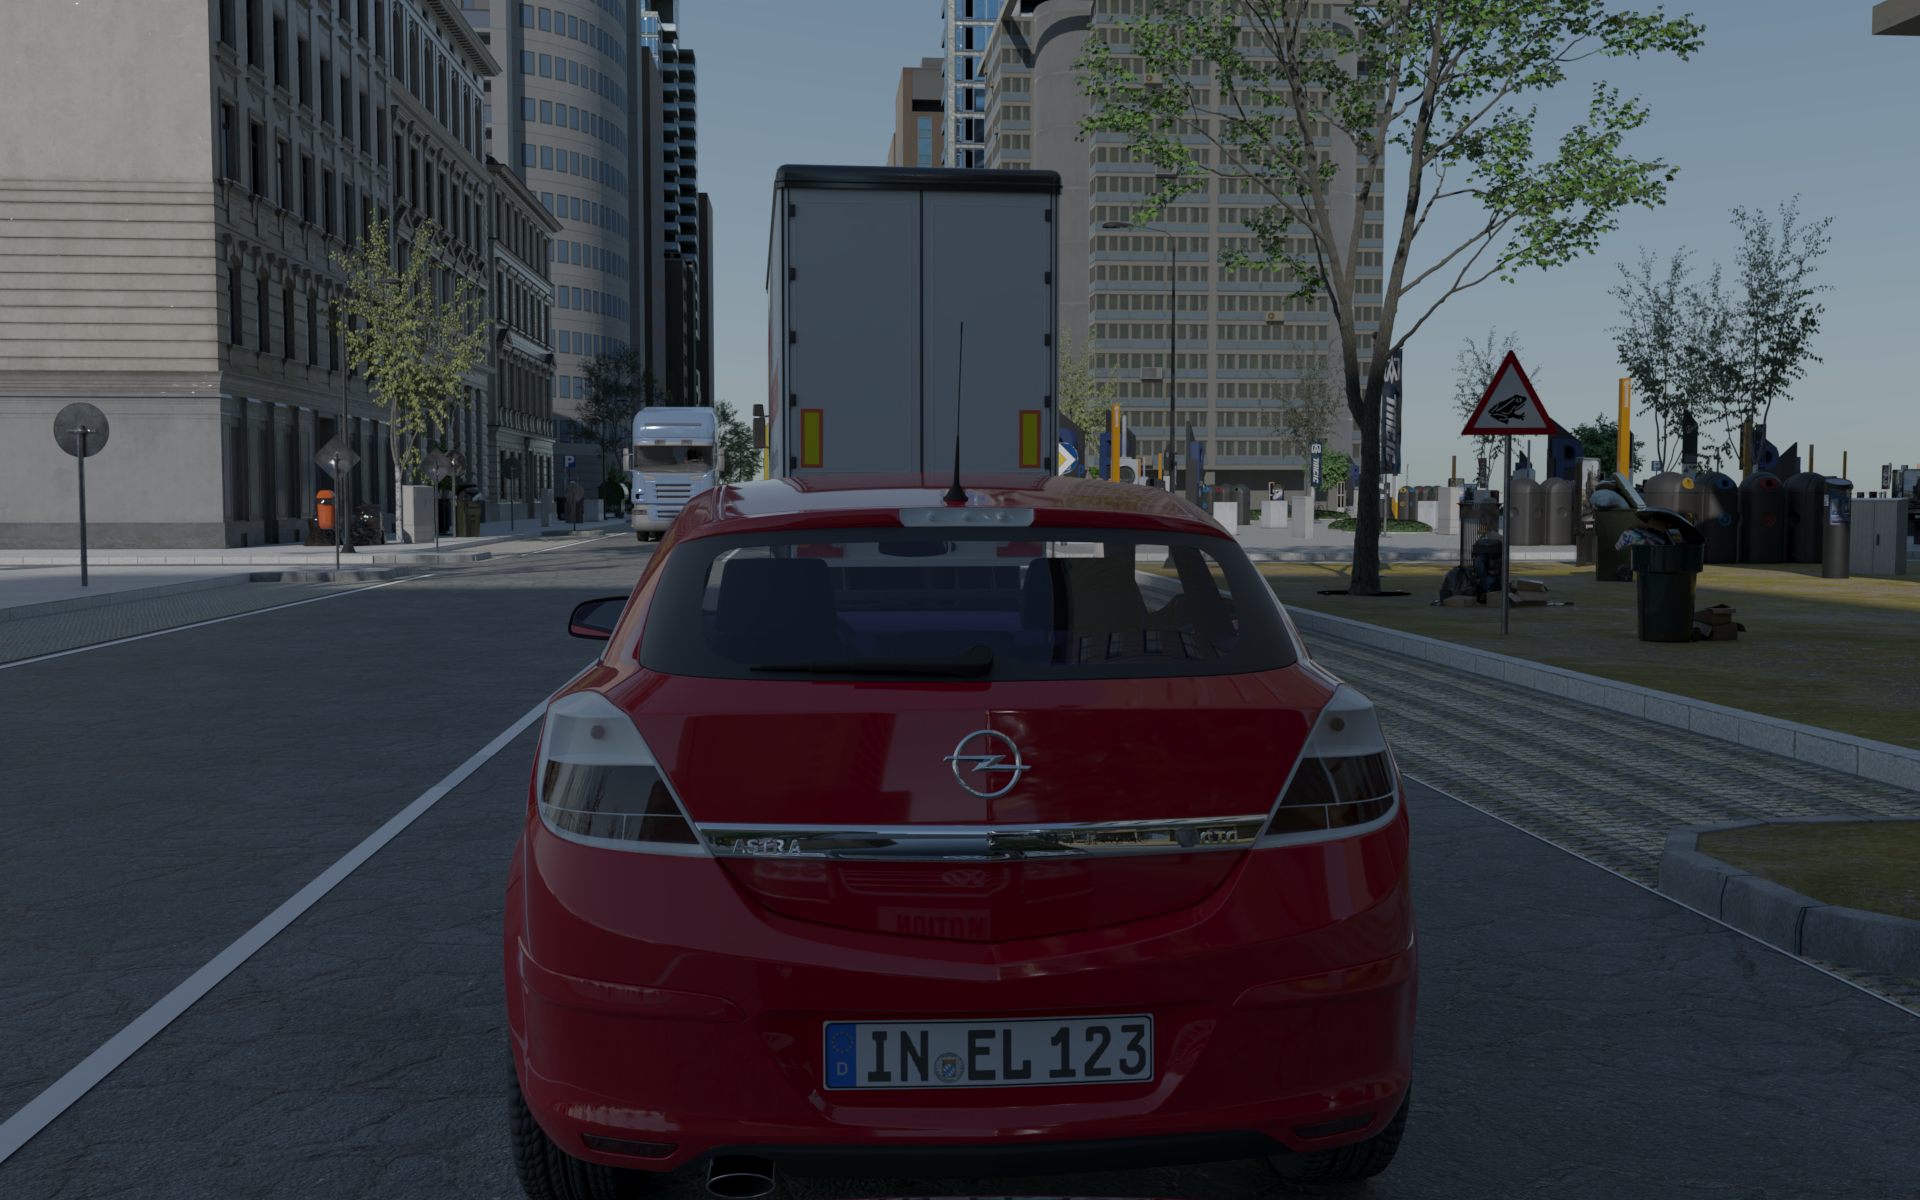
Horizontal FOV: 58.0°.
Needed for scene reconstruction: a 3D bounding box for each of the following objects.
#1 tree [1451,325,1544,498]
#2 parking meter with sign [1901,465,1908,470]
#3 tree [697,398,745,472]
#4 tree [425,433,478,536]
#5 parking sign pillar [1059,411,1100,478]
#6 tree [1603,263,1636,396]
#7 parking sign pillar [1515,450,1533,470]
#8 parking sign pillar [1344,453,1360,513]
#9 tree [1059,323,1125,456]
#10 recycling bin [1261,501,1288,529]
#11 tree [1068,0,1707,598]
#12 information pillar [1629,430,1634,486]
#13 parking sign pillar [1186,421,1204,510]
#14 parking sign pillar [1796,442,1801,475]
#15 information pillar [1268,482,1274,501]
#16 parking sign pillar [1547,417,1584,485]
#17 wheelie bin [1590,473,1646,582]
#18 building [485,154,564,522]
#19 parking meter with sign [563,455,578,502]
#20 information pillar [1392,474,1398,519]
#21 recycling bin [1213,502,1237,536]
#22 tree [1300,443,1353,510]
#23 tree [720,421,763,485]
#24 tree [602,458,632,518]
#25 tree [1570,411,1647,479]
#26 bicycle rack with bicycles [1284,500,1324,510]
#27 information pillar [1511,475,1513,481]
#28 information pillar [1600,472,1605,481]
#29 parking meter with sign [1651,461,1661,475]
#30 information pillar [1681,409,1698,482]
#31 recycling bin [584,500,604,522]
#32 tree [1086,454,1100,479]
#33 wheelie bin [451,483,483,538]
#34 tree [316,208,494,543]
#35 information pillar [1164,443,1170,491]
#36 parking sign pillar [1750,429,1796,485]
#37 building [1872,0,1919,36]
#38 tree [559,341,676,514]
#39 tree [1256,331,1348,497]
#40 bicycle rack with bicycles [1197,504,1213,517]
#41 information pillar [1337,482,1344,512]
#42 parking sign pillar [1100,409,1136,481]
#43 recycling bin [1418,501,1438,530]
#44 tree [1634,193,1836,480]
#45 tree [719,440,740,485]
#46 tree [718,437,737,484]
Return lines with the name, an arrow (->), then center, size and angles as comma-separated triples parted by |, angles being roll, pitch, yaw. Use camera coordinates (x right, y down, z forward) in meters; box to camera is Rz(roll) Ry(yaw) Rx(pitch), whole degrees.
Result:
tree -> 23.579, -7.728, 76.720 | 4.360, 8.622, 3.978 | 0, 3, 0
parking meter with sign -> 57.275, -6.570, 103.673 | 1.738, 3.016, 0.543 | 0, 4, -6
tree -> -26.869, -16.015, 187.606 | 9.928, 11.665, 9.643 | 0, 3, 0
tree -> -15.959, -3.600, 53.463 | 1.663, 3.219, 1.824 | 0, 3, 0
parking sign pillar -> 2.974, -3.782, 50.307 | 1.447, 3.967, 1.447 | 3, 4, 37
tree -> 20.994, -6.159, 51.065 | 4.360, 8.622, 3.978 | 0, 3, 0
parking sign pillar -> 34.324, -7.158, 105.511 | 1.447, 3.967, 1.447 | -1, 4, -13
parking sign pillar -> 26.137, -7.748, 115.160 | 1.447, 3.967, 1.447 | 3, 4, 36
tree -> 4.990, -7.645, 75.350 | 4.737, 8.622, 4.395 | 0, 3, 0
recycling bin -> 11.697, -3.173, 64.435 | 0.722, 1.027, 0.722 | -1, 4, -22
tree -> 5.066, -5.856, 21.506 | 9.928, 11.665, 9.643 | 0, 3, 0
information pillar -> 21.703, -3.979, 56.411 | 0.183, 3.616, 0.504 | -2, 4, -26
parking sign pillar -> 8.722, -4.642, 64.367 | 1.447, 3.967, 1.447 | 1, 4, 19
parking sign pillar -> 43.141, -6.224, 90.233 | 1.447, 3.967, 1.447 | -1, 4, -18
information pillar -> 19.489, -6.360, 108.485 | 0.304, 2.012, 0.304 | 0, 4, -3
parking sign pillar -> 21.337, -4.432, 60.933 | 1.447, 3.967, 1.447 | -1, 4, -14
wheelie bin -> 9.698, -1.080, 25.574 | 0.693, 1.594, 0.980 | 2, 4, 32
building -> -26.778, -13.675, 88.210 | 10.561, 19.102, 19.286 | 0, 4, -5
parking meter with sign -> -17.165, -4.913, 76.583 | 0.543, 3.016, 1.738 | -1, 4, -19
information pillar -> 19.933, -5.381, 79.336 | 0.183, 3.616, 0.504 | 0, 4, -7
recycling bin -> 8.197, -2.508, 53.560 | 0.722, 1.027, 0.722 | 0, 4, 7
tree -> 23.265, -7.724, 110.008 | 4.285, 4.588, 4.351 | 0, 3, 0
tree -> -33.797, -21.426, 268.437 | 7.486, 12.596, 7.792 | 0, 3, 0
tree -> -18.664, -6.018, 92.988 | 1.663, 3.219, 1.824 | 0, 3, 0
tree -> 25.406, -5.205, 68.810 | 4.285, 4.588, 4.351 | 0, 3, 0
bicycle rack with bicycles -> 20.366, -5.610, 105.111 | 2.852, 0.926, 2.925 | -1, 4, -18
information pillar -> 21.584, -3.869, 67.752 | 0.304, 2.012, 0.304 | 0, 4, 6
information pillar -> 21.160, -3.238, 57.440 | 0.304, 2.012, 0.304 | -1, 4, -11
parking meter with sign -> 36.319, -5.700, 89.450 | 0.543, 3.016, 1.738 | 0, 4, -2
information pillar -> 20.022, -3.439, 47.579 | 0.504, 3.616, 0.183 | -1, 4, -21
recycling bin -> -16.948, -4.135, 80.161 | 0.722, 1.027, 0.722 | 0, 4, 7
tree -> 5.338, -4.203, 63.326 | 1.663, 3.219, 1.824 | 0, 3, 0
wheelie bin -> -14.572, -2.656, 51.335 | 0.693, 1.594, 0.980 | 3, 5, 41
tree -> -14.626, -5.832, 45.711 | 4.737, 8.622, 4.395 | 0, 3, 0
information pillar -> 9.482, -5.376, 79.246 | 0.183, 3.616, 0.504 | -2, 4, -25
parking sign pillar -> 31.375, -4.842, 67.632 | 1.447, 3.967, 1.447 | -1, 4, -14
building -> 25.038, -25.612, 8.003 | 28.713, 52.752, 27.495 | 0, 4, -5
tree -> -20.264, -10.402, 104.492 | 8.767, 10.594, 7.601 | 1, 4, 18
tree -> 15.548, -7.753, 77.128 | 4.360, 8.622, 3.978 | 0, 3, 0
bicycle rack with bicycles -> 7.617, -2.898, 60.768 | 2.852, 0.926, 2.925 | -1, 4, -17
information pillar -> 23.151, -6.167, 105.317 | 0.304, 2.012, 0.304 | -3, 4, -39
parking sign pillar -> 4.965, -4.047, 54.644 | 1.447, 3.967, 1.447 | -3, 4, -36
recycling bin -> 16.834, -3.014, 61.838 | 0.722, 1.027, 0.722 | -3, 5, -44
tree -> 19.639, -5.664, 42.976 | 4.360, 8.622, 3.978 | 0, 3, 0
tree -> -30.001, -16.580, 221.452 | 4.737, 8.622, 4.395 | 0, 3, 0
tree -> -28.662, -15.700, 207.062 | 4.360, 8.622, 3.978 | 0, 3, 0
